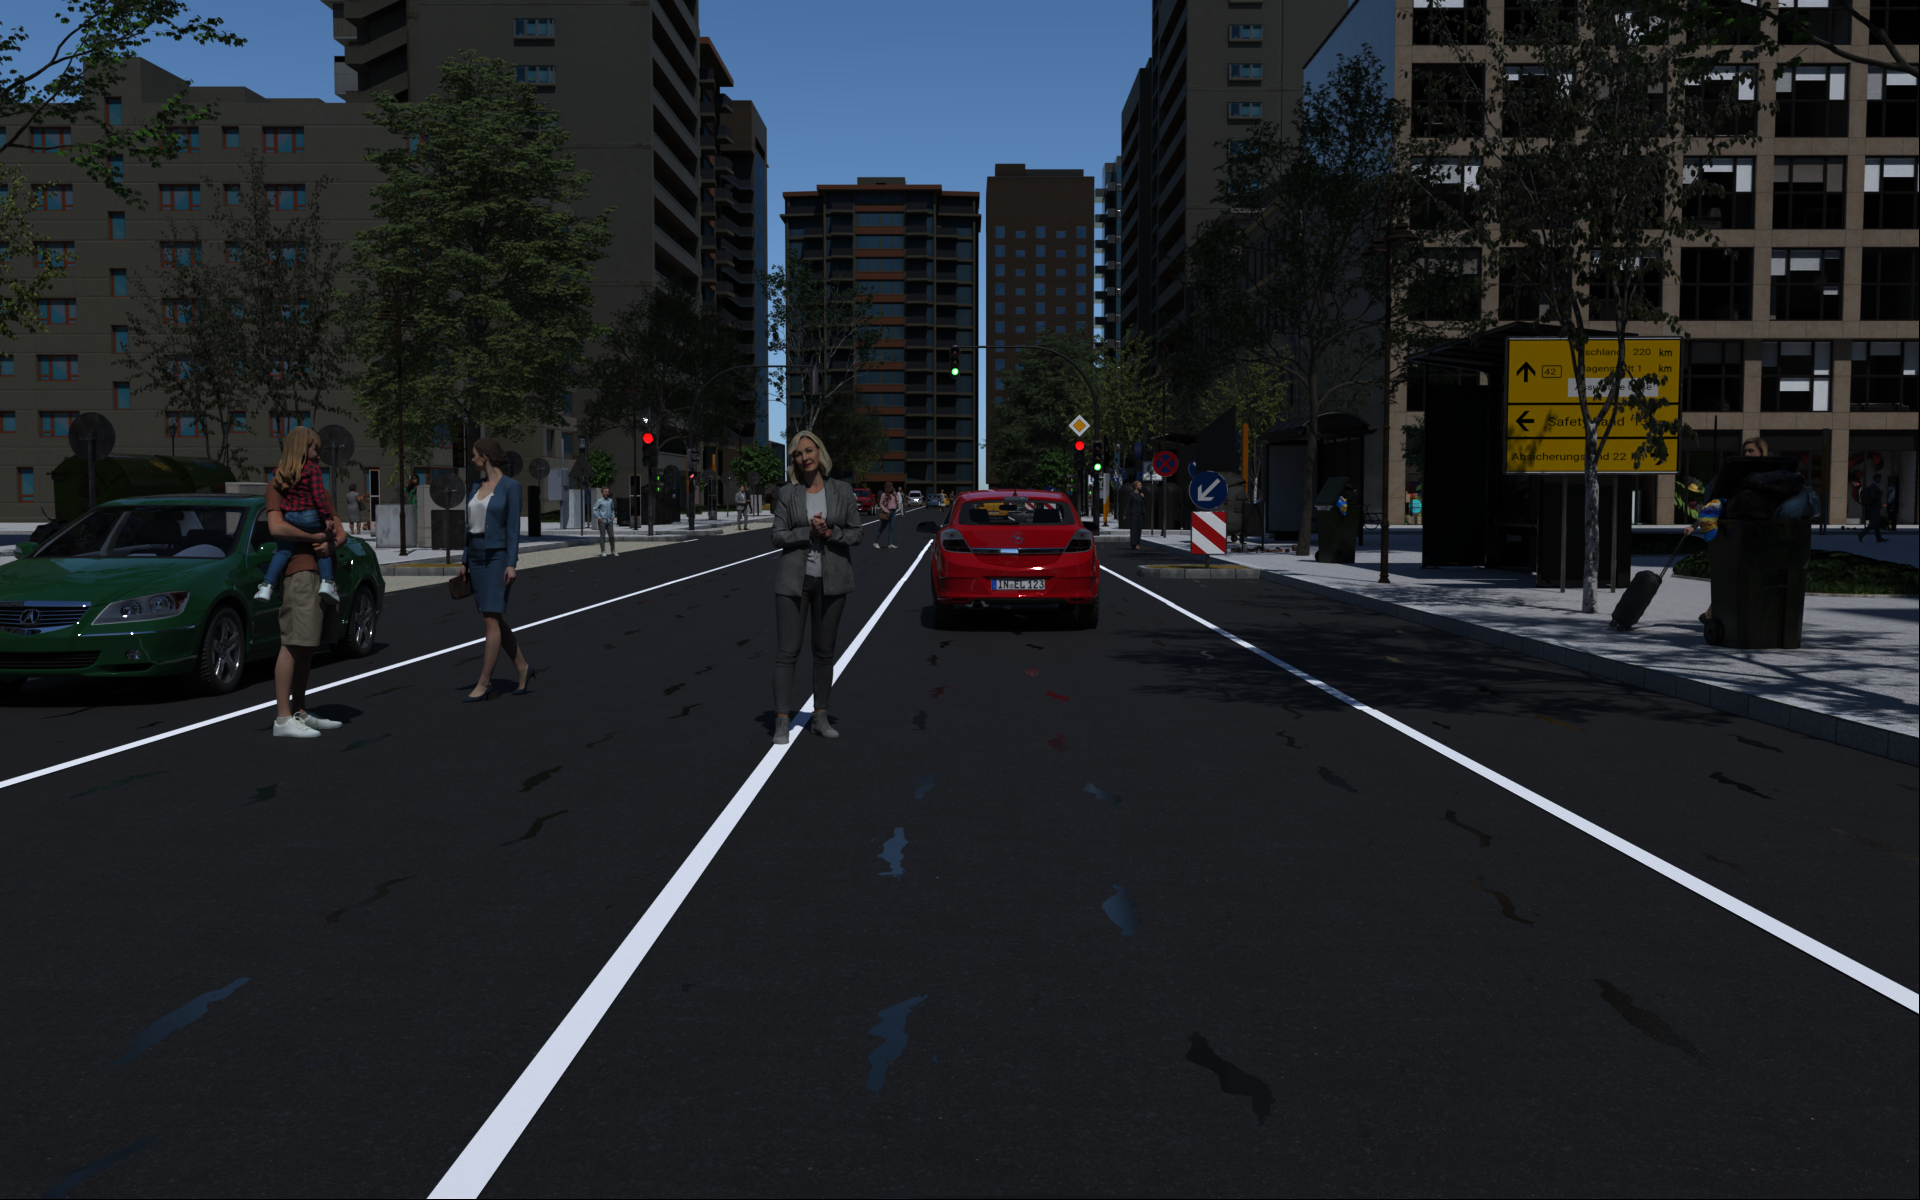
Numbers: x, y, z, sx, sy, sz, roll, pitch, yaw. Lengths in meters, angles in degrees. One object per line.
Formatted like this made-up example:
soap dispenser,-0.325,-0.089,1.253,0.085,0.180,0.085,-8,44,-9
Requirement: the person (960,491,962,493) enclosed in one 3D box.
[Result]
person,0.213,-9.312,161.281,0.750,1.759,0.617,-2,4,-26

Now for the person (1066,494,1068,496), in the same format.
person,11.715,-11.684,197.091,1.348,1.821,0.705,0,4,-5

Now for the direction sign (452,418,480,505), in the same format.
direction sign,-14.602,-3.628,51.308,0.876,3.537,0.379,1,4,11

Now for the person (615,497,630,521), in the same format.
person,-15.021,-4.066,78.013,0.738,1.151,1.012,-2,4,-29

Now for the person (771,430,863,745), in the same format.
person,-0.831,-0.085,10.080,0.537,1.800,0.526,0,4,-2

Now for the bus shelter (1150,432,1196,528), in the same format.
bus shelter,8.729,-4.743,68.833,1.731,3.624,6.357,0,3,0

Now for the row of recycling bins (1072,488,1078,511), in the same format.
row of recycling bins,8.972,-7.112,123.392,1.069,1.692,3.534,-1,4,-20

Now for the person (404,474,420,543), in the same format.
person,-14.044,-2.349,44.692,0.600,1.795,0.529,-1,4,-12

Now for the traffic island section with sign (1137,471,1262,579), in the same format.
traffic island section with sign,4.136,-1.327,30.331,1.989,1.847,2.006,0,4,0

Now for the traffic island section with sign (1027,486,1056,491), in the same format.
traffic island section with sign,4.307,-4.723,85.848,1.989,1.847,2.006,0,4,0

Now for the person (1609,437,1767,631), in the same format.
person,6.890,-0.598,16.040,1.509,1.804,0.699,2,4,32

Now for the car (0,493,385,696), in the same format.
car,-6.128,-0.123,13.817,2.131,1.459,4.920,0,4,0

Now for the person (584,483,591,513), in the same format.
person,-17.935,-4.756,83.990,0.721,1.800,0.419,2,4,32

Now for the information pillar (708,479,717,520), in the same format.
information pillar,-12.214,-4.960,85.583,0.304,2.012,0.304,-3,4,-36

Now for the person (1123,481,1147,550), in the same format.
person,4.486,-2.175,44.487,0.534,1.772,0.576,3,5,42

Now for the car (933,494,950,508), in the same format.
car,-2.013,-10.649,184.337,2.015,1.641,3.980,0,4,-1

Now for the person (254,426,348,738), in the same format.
person,-3.908,-0.112,10.303,0.573,1.828,0.580,-3,4,-37

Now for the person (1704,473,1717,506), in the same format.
person,18.572,-2.222,42.579,0.583,1.804,0.606,2,4,34

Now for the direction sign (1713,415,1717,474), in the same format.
direction sign,21.836,-3.556,50.136,0.379,3.537,0.876,1,4,22

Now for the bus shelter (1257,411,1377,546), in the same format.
bus shelter,9.205,-3.135,45.176,2.014,3.302,5.546,0,4,0

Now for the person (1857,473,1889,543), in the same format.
person,24.226,-2.442,45.941,0.822,1.834,0.622,1,4,14

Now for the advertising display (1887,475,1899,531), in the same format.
advertising display,32.561,-3.379,60.464,0.123,1.923,0.974,1,4,13

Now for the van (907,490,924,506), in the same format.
van,-5.222,-11.891,201.427,2.013,2.044,4.112,0,4,0

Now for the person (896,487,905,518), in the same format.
person,-3.628,-5.795,103.133,0.818,1.842,0.514,1,4,9

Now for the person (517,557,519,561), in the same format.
person,-9.557,-1.475,36.858,0.306,1.304,0.590,-2,4,-29

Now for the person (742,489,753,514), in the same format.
person,-13.693,-6.457,111.390,0.755,1.850,0.659,1,4,11

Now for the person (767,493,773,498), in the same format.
person,-19.544,-10.756,181.848,1.348,1.831,0.705,0,4,-8

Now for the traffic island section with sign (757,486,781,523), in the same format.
traffic island section with sign,-9.106,-4.785,86.868,1.989,1.847,2.006,0,4,0

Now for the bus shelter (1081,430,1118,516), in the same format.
bus shelter,8.174,-7.802,105.198,2.179,5.291,8.768,0,3,0

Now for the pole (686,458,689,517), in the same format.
pole,-15.263,-6.325,97.252,0.158,3.312,0.155,0,3,0

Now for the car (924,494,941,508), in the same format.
car,-2.589,-9.963,174.904,2.014,1.417,4.499,0,4,-2

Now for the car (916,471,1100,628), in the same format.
car,0.570,-0.667,19.952,2.155,1.783,4.494,0,4,-1

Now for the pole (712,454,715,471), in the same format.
pole,-12.601,-5.798,88.644,0.158,3.312,0.155,0,3,0

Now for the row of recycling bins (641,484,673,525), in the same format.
row of recycling bins,-12.839,-4.061,73.514,1.069,1.692,3.534,0,4,1

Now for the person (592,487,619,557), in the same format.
person,-8.118,-1.795,39.661,0.589,1.601,0.330,-2,4,-33

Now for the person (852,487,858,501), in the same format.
person,-4.658,-4.019,74.787,0.480,1.755,0.524,0,4,-7

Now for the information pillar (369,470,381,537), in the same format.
information pillar,-17.608,-2.915,52.150,0.304,2.012,0.304,-1,4,-17

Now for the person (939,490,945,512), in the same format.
person,-1.428,-7.754,135.626,0.624,1.780,0.694,-1,4,-23

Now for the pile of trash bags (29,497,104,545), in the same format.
pile of trash bags,-12.795,-0.919,24.777,1.912,1.369,3.447,3,4,36

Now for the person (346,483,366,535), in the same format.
person,-19.869,-2.955,57.168,0.716,1.782,0.532,1,4,20

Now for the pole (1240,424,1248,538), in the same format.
pole,8.258,-3.452,50.290,0.158,3.312,0.155,0,3,0

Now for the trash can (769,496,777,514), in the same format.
trash can,-11.853,-6.070,110.891,0.748,1.137,0.748,0,3,0

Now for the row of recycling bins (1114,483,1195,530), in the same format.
row of recycling bins,7.267,-3.397,62.646,3.534,1.692,1.069,3,4,37

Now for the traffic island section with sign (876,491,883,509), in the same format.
traffic island section with sign,-8.766,-11.210,191.912,1.989,1.847,2.006,0,4,0

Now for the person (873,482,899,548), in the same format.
person,-1.971,-2.248,45.847,0.643,1.750,0.593,3,5,40

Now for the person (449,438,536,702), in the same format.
person,-3.226,-0.220,12.120,0.654,1.822,0.581,-3,5,-41

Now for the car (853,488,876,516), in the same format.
car,-6.793,-6.600,116.580,2.281,1.827,5.304,0,4,1

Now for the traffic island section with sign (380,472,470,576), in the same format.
traffic island section with sign,-9.287,-1.369,31.014,1.989,1.847,2.006,0,4,0

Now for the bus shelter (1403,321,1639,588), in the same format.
bus shelter,8.430,-2.164,26.659,1.731,3.624,6.357,0,4,0

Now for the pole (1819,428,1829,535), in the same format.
pole,26.902,-3.673,53.895,0.158,3.312,0.155,0,3,0

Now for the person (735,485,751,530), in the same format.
person,-8.548,-3.646,68.308,0.583,1.804,0.606,2,4,30

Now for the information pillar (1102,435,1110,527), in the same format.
information pillar,5.790,-4.721,68.546,0.183,3.616,0.504,2,4,24

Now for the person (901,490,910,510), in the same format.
person,-5.177,-9.015,155.891,1.348,1.824,0.705,-2,4,-30

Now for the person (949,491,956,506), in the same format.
person,-0.601,-9.428,163.178,0.750,1.759,0.617,-1,4,-21

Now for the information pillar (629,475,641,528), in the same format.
information pillar,-12.264,-3.727,65.422,0.304,2.012,0.304,2,4,34
